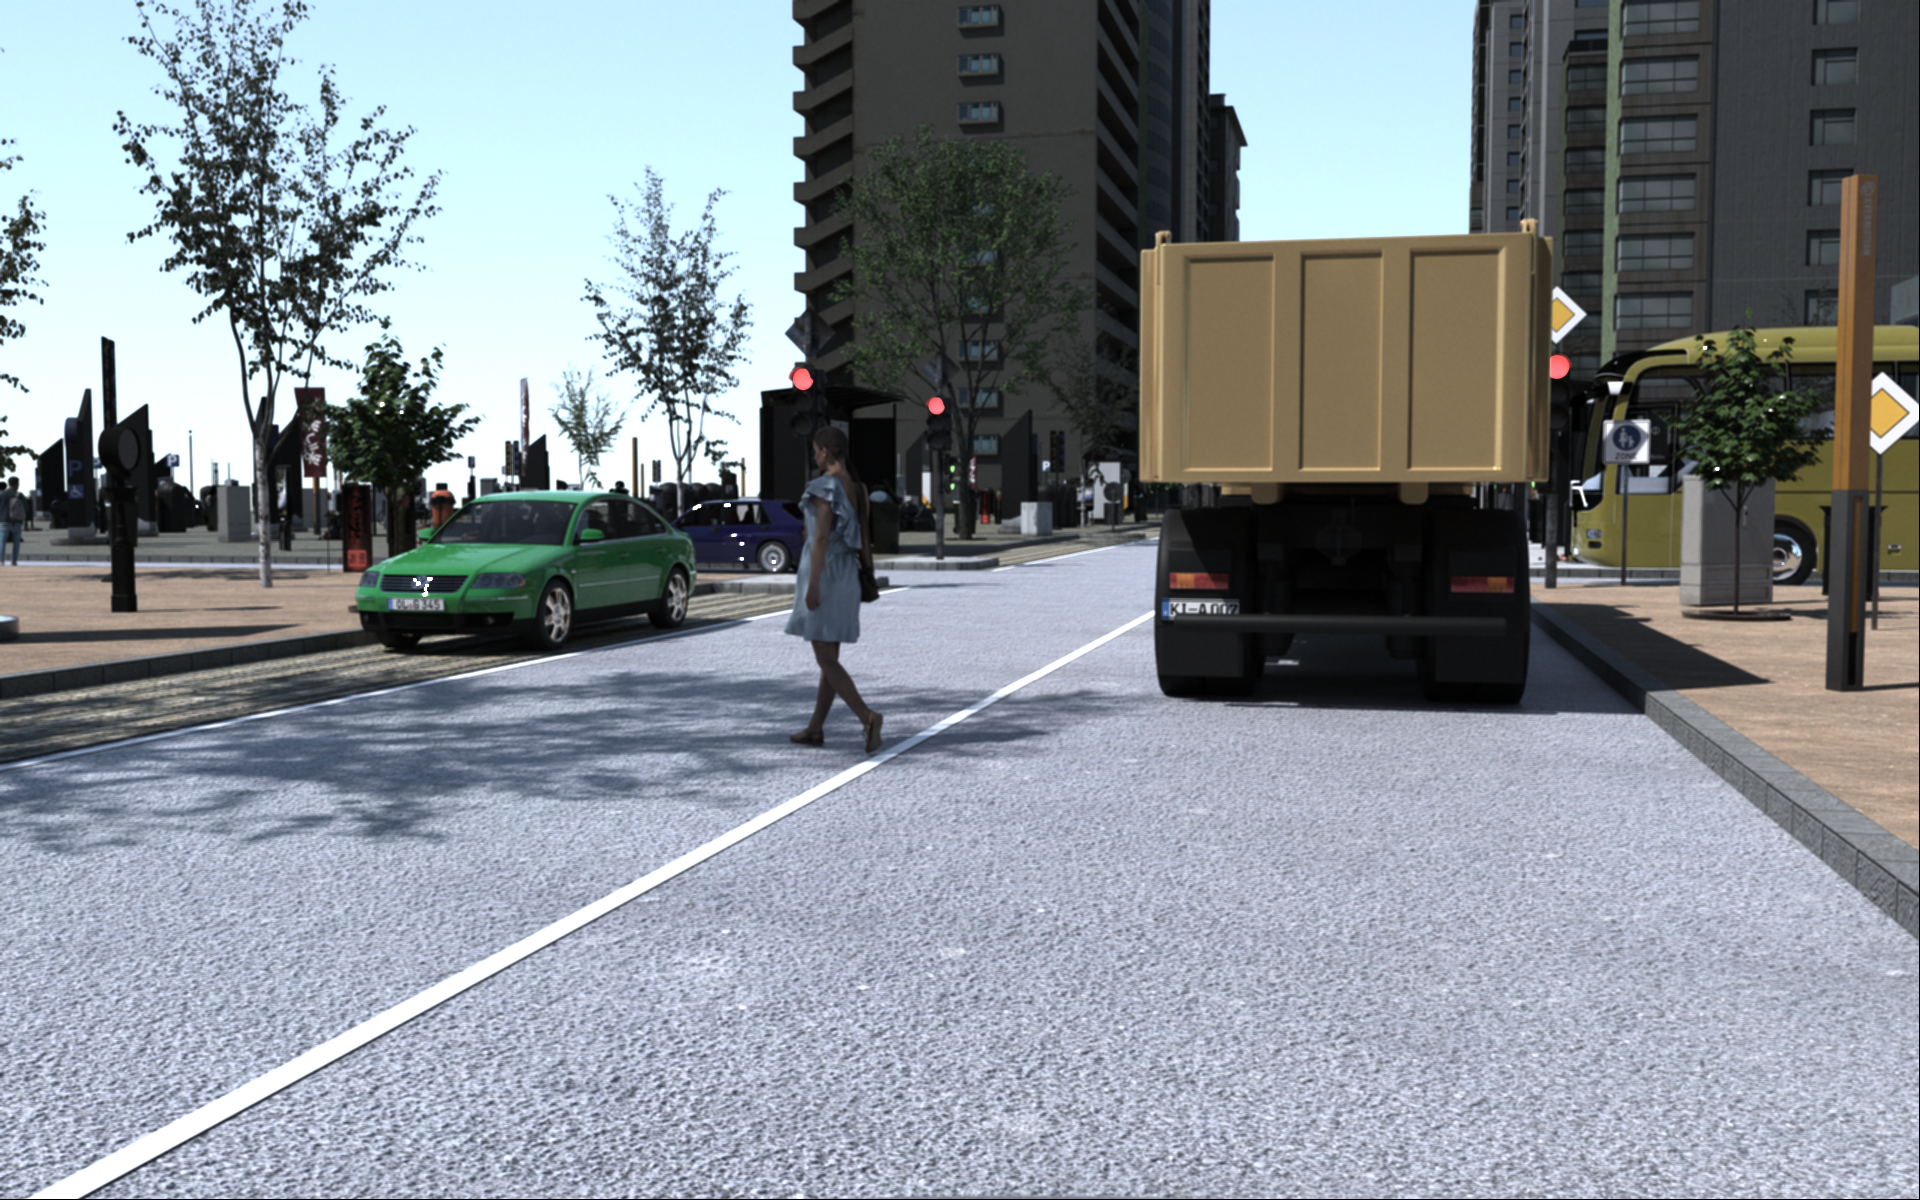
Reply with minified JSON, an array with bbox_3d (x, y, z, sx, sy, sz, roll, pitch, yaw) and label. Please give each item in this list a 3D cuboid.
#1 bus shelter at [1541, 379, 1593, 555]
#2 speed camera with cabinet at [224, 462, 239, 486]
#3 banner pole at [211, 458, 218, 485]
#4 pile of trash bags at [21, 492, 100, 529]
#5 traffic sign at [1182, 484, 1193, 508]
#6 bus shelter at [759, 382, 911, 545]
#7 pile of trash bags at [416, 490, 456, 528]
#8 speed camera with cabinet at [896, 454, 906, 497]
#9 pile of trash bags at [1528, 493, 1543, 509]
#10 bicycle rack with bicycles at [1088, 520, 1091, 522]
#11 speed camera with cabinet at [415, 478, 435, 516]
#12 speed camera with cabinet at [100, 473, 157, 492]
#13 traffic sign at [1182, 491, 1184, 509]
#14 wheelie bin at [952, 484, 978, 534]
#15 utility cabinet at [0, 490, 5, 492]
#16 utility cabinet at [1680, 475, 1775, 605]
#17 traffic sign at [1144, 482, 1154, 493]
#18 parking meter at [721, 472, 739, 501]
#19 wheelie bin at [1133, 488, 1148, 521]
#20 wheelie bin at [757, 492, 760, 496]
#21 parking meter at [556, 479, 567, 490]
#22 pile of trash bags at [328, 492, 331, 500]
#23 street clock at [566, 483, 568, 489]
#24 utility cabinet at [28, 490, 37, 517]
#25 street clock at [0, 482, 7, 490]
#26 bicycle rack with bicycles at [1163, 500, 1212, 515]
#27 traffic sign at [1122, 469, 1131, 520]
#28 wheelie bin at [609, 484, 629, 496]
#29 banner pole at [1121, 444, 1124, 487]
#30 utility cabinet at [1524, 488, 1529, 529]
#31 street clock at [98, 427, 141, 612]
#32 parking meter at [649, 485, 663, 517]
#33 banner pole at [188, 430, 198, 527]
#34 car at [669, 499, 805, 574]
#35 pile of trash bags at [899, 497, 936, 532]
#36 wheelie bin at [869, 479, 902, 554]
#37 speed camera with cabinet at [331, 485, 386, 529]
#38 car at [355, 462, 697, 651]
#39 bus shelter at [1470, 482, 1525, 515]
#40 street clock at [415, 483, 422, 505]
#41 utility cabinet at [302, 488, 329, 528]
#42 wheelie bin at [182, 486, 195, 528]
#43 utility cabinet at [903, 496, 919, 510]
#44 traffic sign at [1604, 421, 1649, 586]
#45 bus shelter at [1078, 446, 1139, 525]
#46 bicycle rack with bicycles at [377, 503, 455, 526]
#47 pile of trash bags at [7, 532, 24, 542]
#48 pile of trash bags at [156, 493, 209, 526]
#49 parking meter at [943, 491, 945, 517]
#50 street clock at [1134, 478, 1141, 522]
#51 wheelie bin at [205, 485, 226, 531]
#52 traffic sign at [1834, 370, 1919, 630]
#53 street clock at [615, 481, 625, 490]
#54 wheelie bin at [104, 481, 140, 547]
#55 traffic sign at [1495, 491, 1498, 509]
[{"bbox_3d":[13.540,-2.848,37.850,1.731,3.624,6.357,1,4,14],"label":"bus shelter"},{"bbox_3d":[-45.530,-6.895,107.073,0.660,3.252,2.038,1,4,20],"label":"speed camera with cabinet"},{"bbox_3d":[-52.076,-8.013,121.026,0.863,3.779,0.401,2,4,30],"label":"banner pole"},{"bbox_3d":[-33.539,-3.340,64.359,3.447,1.369,1.912,-1,4,-12],"label":"pile of trash bags"},{"bbox_3d":[12.147,-5.532,92.580,0.606,2.300,0.079,1,4,20],"label":"traffic sign"},{"bbox_3d":[-2.744,-2.950,39.520,1.731,3.624,6.357,1,4,13],"label":"bus shelter"},{"bbox_3d":[-11.300,-2.008,42.583,3.447,1.369,1.912,0,4,-2],"label":"pile of trash bags"},{"bbox_3d":[-2.630,-5.562,85.275,0.660,3.252,2.038,3,5,43],"label":"speed camera with cabinet"},{"bbox_3d":[30.976,-5.232,95.303,3.447,1.369,1.912,-1,4,-17],"label":"pile of trash bags"},{"bbox_3d":[4.700,-4.012,78.981,2.925,0.926,2.852,-1,4,-17],"label":"bicycle rack with bicycles"},{"bbox_3d":[-29.591,-6.215,95.949,0.660,3.252,2.038,1,4,17],"label":"speed camera with cabinet"},{"bbox_3d":[-36.383,-4.975,75.676,2.038,3.252,0.660,-1,4,-14],"label":"speed camera with cabinet"},{"bbox_3d":[13.342,-6.337,103.715,0.768,2.556,0.104,1,4,20],"label":"traffic sign"},{"bbox_3d":[0.170,-2.924,55.716,0.693,1.594,0.980,-2,4,-28],"label":"wheelie bin"},{"bbox_3d":[-54.508,-5.517,98.886,0.318,1.500,1.173,1,4,9],"label":"utility cabinet"},{"bbox_3d":[8.867,-0.691,19.979,1.173,1.500,0.318,-2,4,-26],"label":"utility cabinet"},{"bbox_3d":[8.840,-5.057,82.688,0.884,2.594,0.081,1,4,22],"label":"traffic sign"},{"bbox_3d":[-5.525,-2.196,41.620,0.399,1.863,0.255,0,4,-5],"label":"parking meter"},{"bbox_3d":[8.539,-4.528,81.941,0.693,1.594,0.980,0,4,-4],"label":"wheelie bin"},{"bbox_3d":[-7.438,-3.587,66.559,0.693,1.594,0.980,-2,4,-30],"label":"wheelie bin"},{"bbox_3d":[-15.717,-3.832,68.362,0.399,1.863,0.255,-1,4,-11],"label":"parking meter"},{"bbox_3d":[-28.197,-4.066,76.227,1.912,1.369,3.447,-1,4,-8],"label":"pile of trash bags"},{"bbox_3d":[-24.662,-6.315,107.824,0.358,2.002,0.471,3,4,37],"label":"street clock"},{"bbox_3d":[-50.314,-5.270,94.850,1.173,1.500,0.318,-3,5,-45],"label":"utility cabinet"},{"bbox_3d":[-55.790,-5.894,100.943,0.358,2.002,0.471,2,4,33],"label":"street clock"},{"bbox_3d":[13.602,-5.651,105.774,2.925,0.926,2.852,3,5,40],"label":"bicycle rack with bicycles"},{"bbox_3d":[8.146,-5.278,86.393,0.768,2.556,0.104,1,4,19],"label":"traffic sign"},{"bbox_3d":[-10.784,-2.867,54.778,0.693,1.594,0.980,-1,4,-12],"label":"wheelie bin"},{"bbox_3d":[8.185,-5.971,87.648,0.401,3.779,0.863,0,4,-2],"label":"banner pole"},{"bbox_3d":[20.373,-3.369,63.758,0.318,1.500,1.173,-2,4,-31],"label":"utility cabinet"},{"bbox_3d":[-9.100,-0.870,18.800,0.358,2.002,0.471,0,4,4],"label":"street clock"},{"bbox_3d":[-8.482,-2.443,48.351,0.372,1.533,0.369,0,3,0],"label":"parking meter"},{"bbox_3d":[-30.129,-4.766,67.945,0.401,3.779,0.863,-1,4,-20],"label":"banner pole"},{"bbox_3d":[-4.378,-1.179,31.863,3.894,1.354,1.945,1,4,14],"label":"car"},{"bbox_3d":[-2.615,-2.995,58.725,3.447,1.369,1.912,-1,4,-21],"label":"pile of trash bags"},{"bbox_3d":[-1.594,-1.783,37.059,0.693,1.594,0.980,0,4,-2],"label":"wheelie bin"},{"bbox_3d":[-21.849,-4.211,63.179,2.038,3.252,0.660,-1,4,-21],"label":"speed camera with cabinet"},{"bbox_3d":[-4.180,-0.520,17.305,1.959,1.807,4.718,1,4,14],"label":"car"},{"bbox_3d":[18.677,-4.062,60.332,2.014,3.302,5.546,1,4,13],"label":"bus shelter"},{"bbox_3d":[-29.075,-5.391,92.710,0.471,2.002,0.358,1,4,15],"label":"street clock"},{"bbox_3d":[-24.394,-3.455,65.167,0.318,1.500,1.173,3,5,40],"label":"utility cabinet"},{"bbox_3d":[-29.430,-3.536,65.723,0.693,1.594,0.980,-2,4,-35],"label":"wheelie bin"},{"bbox_3d":[-1.751,-3.090,61.679,0.306,1.237,1.020,-1,4,-19],"label":"utility cabinet"},{"bbox_3d":[9.235,-1.340,24.045,0.606,2.300,0.079,1,4,23],"label":"traffic sign"},{"bbox_3d":[6.595,-4.963,75.068,2.014,3.302,5.546,1,4,14],"label":"bus shelter"},{"bbox_3d":[-21.965,-3.523,70.976,2.925,0.926,2.852,2,4,25],"label":"bicycle rack with bicycles"},{"bbox_3d":[-26.661,-2.226,46.155,3.447,1.369,1.912,2,4,31],"label":"pile of trash bags"},{"bbox_3d":[-31.577,-3.682,69.948,1.912,1.369,3.447,0,4,4],"label":"pile of trash bags"},{"bbox_3d":[-1.029,-5.338,95.683,0.372,1.533,0.369,0,3,0],"label":"parking meter"},{"bbox_3d":[8.086,-4.548,78.923,0.358,2.002,0.471,1,4,21],"label":"street clock"},{"bbox_3d":[-25.562,-3.177,59.856,0.693,1.594,0.980,1,4,20],"label":"wheelie bin"},{"bbox_3d":[8.629,-0.923,16.280,0.795,2.450,0.064,1,4,21],"label":"traffic sign"},{"bbox_3d":[-18.665,-5.536,95.079,0.471,2.002,0.358,1,4,22],"label":"street clock"},{"bbox_3d":[-20.245,-2.077,41.873,0.693,1.594,0.980,-3,5,-43],"label":"wheelie bin"},{"bbox_3d":[12.402,-2.449,40.039,0.884,2.594,0.081,2,4,23],"label":"traffic sign"}]
